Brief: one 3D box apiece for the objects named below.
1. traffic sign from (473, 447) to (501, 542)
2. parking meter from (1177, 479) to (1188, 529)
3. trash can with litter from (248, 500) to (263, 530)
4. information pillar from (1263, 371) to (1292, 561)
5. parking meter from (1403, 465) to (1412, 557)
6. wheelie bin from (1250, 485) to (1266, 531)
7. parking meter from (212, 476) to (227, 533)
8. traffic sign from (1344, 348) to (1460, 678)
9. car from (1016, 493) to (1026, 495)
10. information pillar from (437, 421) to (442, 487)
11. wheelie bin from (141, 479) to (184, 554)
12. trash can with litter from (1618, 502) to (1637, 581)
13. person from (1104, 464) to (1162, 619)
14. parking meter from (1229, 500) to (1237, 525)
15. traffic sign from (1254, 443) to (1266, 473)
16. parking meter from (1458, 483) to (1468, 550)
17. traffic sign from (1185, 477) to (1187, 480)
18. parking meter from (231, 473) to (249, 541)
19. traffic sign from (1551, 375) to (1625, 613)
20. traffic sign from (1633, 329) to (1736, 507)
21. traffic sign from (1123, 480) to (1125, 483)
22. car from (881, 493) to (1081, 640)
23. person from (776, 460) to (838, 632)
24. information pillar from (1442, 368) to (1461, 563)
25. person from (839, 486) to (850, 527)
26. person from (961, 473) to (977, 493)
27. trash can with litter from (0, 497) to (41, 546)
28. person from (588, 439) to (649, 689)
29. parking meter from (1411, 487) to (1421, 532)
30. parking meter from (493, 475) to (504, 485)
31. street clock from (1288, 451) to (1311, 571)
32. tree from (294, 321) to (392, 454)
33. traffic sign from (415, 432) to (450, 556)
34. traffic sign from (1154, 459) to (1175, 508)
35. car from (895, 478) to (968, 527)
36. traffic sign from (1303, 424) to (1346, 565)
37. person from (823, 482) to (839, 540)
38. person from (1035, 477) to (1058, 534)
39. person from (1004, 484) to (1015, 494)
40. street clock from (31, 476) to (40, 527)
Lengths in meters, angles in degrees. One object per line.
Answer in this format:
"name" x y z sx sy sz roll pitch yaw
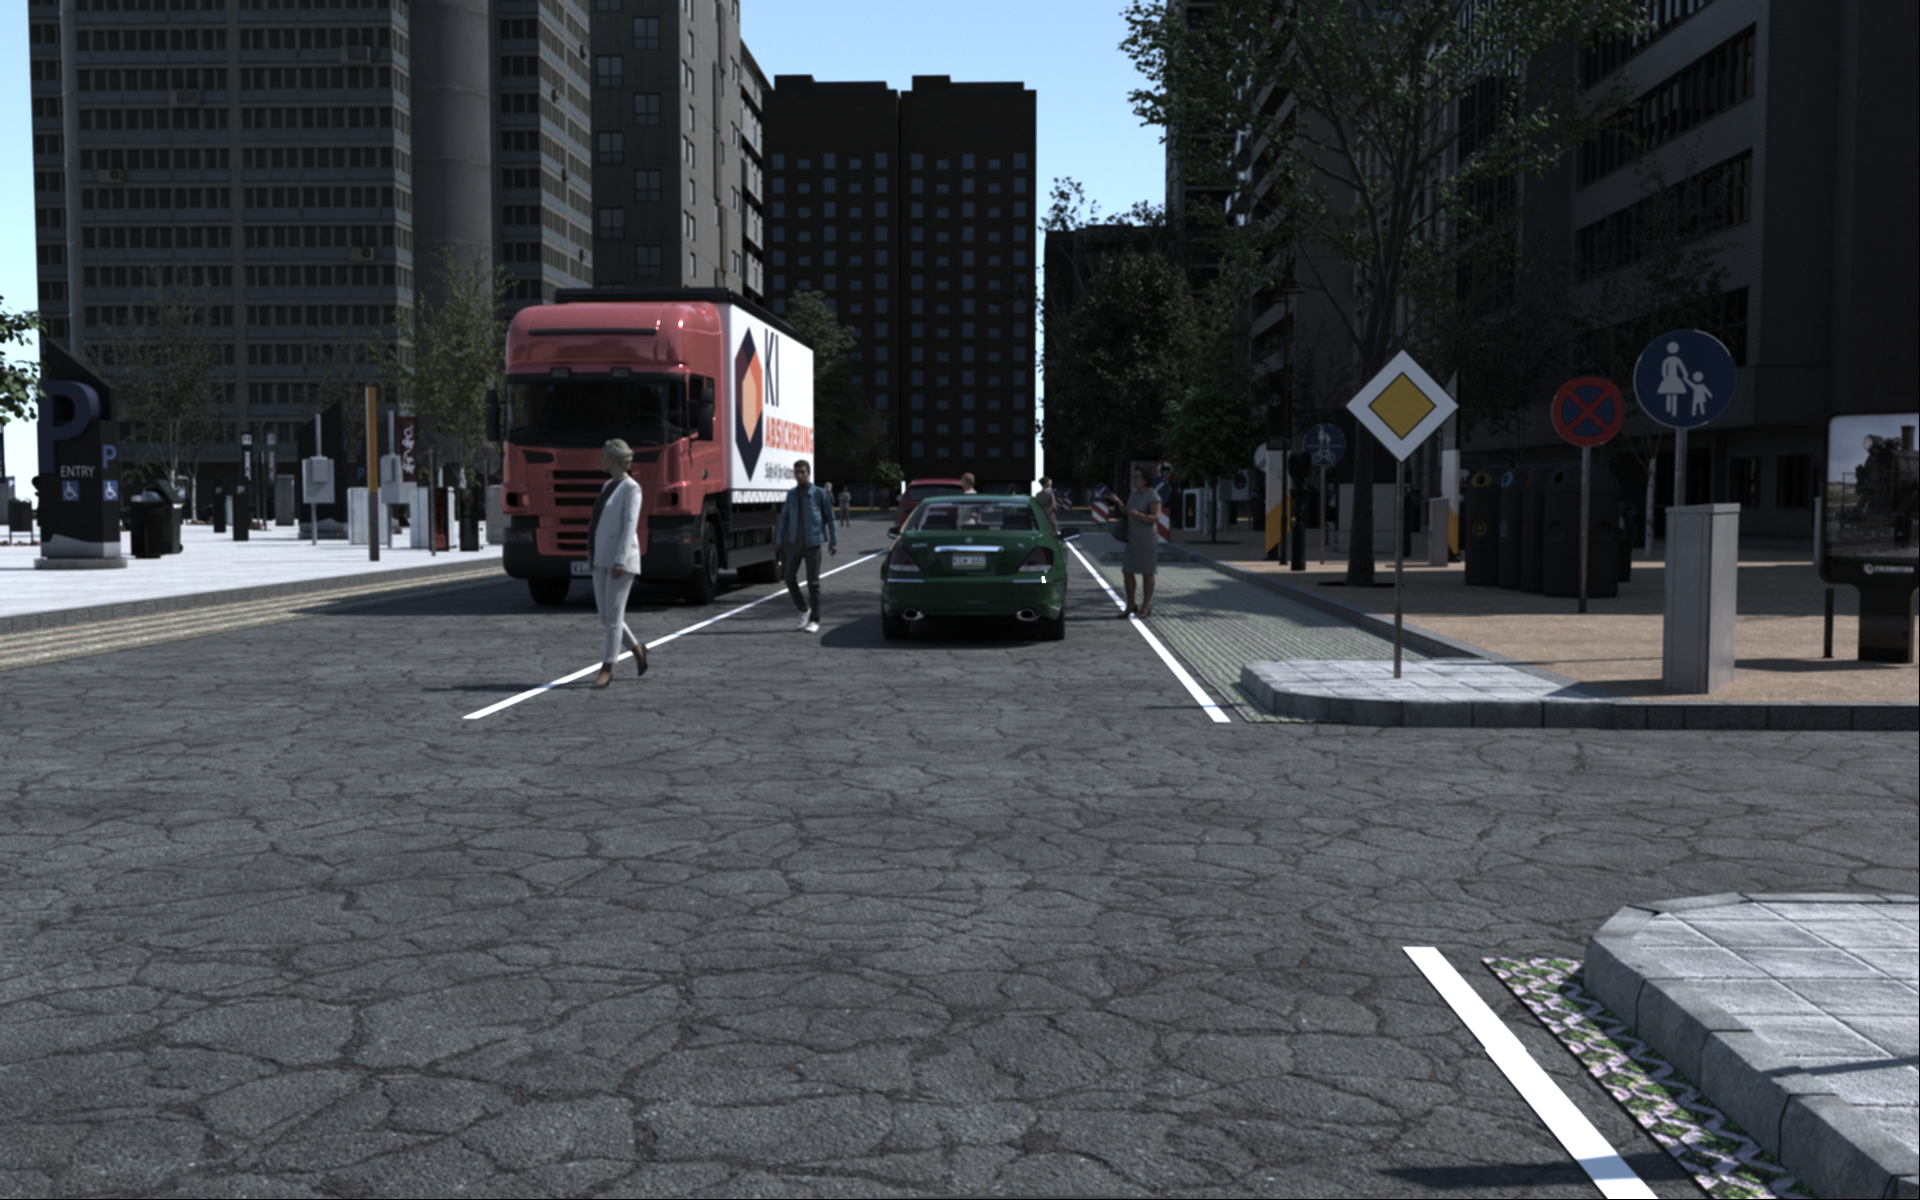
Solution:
"traffic sign" -12.733 -2.844 46.611 0.768 2.556 0.104 1 4 9
"parking meter" 8.147 -3.532 63.465 0.255 1.863 0.399 -2 4 -30
"trash can with litter" -25.608 -3.129 62.546 1.055 1.170 0.624 2 4 28
"information pillar" 6.056 -2.547 32.995 0.504 3.616 0.183 -1 4 -12
"parking meter" 9.028 -1.805 35.218 0.255 1.863 0.399 0 4 6
"wheelie bin" 10.537 -3.209 60.369 0.980 1.594 0.693 -2 4 -32
"parking meter" -24.507 -3.159 57.353 0.399 1.863 0.255 -1 4 -18
"traffic sign" 3.044 -0.511 12.004 0.795 2.450 0.064 0 4 2
"car" 3.837 -6.580 116.375 1.959 1.807 4.718 0 4 4
"information pillar" -16.708 -3.933 55.667 0.183 3.616 0.504 -1 4 -11
"wheelie bin" -17.072 -1.782 37.041 0.693 1.594 0.980 0 4 -4
"trash can with litter" 9.395 -0.863 25.494 0.624 1.170 1.055 -3 5 -39
"person" 1.966 -0.680 19.970 0.532 1.782 0.716 -3 4 -36
"parking meter" 11.429 -4.093 72.625 0.399 1.863 0.255 -1 4 -12
"traffic sign" 7.590 -2.595 42.541 0.768 2.556 0.104 1 4 11
"parking meter" 11.608 -1.918 39.768 0.372 1.533 0.369 0 3 0
"traffic sign" 9.229 -4.431 72.554 0.768 2.556 0.104 0 4 8
"parking meter" -19.610 -2.539 47.221 0.399 1.863 0.255 -2 4 -35
"traffic sign" 6.734 -1.134 18.654 0.768 2.556 0.104 0 4 7
"traffic sign" 5.600 -0.818 13.474 0.768 2.556 0.104 0 4 6
"traffic sign" 8.592 -5.309 86.804 0.884 2.594 0.081 1 4 8
"car" 0.228 -0.410 18.497 2.131 1.459 4.920 0 4 4
"person" -1.595 -0.562 18.039 0.601 1.785 0.444 1 4 21
"information pillar" 9.221 -2.518 32.520 0.183 3.616 0.504 -1 4 -15
"person" -5.046 -4.103 75.762 0.511 1.800 0.466 -1 4 -17
"person" 0.151 -1.228 28.925 0.624 1.780 0.694 3 5 39
"trash can with litter" -23.778 -1.962 43.143 2.233 1.210 1.678 -1 4 -10
"person" -2.541 -0.284 13.021 0.514 1.842 0.818 2 4 29
"parking meter" 15.247 -3.037 58.072 0.372 1.533 0.369 0 3 0
"parking meter" -14.150 -2.908 53.257 0.255 1.863 0.399 -3 5 -44
"street clock" 5.655 -1.488 28.895 0.358 2.002 0.471 2 4 34
"tree" -26.613 -7.586 74.390 4.360 8.622 3.978 0 3 0
"traffic sign" -10.894 -2.181 35.771 0.768 2.556 0.104 0 4 8
"traffic sign" 7.414 -3.835 62.815 0.768 2.556 0.104 1 4 10
"car" -0.499 -2.125 43.421 2.281 1.827 5.304 0 4 2
"traffic sign" 6.603 -1.919 31.475 0.768 2.556 0.104 0 4 7
"person" -4.157 -2.802 54.495 0.537 1.800 0.526 3 4 37
"person" 1.803 -1.605 35.075 0.599 1.781 0.374 2 4 28
"person" 1.835 -3.185 60.814 0.529 1.795 0.600 -1 4 -11
"street clock" -36.395 -3.908 68.462 0.471 2.002 0.358 -1 4 -18
